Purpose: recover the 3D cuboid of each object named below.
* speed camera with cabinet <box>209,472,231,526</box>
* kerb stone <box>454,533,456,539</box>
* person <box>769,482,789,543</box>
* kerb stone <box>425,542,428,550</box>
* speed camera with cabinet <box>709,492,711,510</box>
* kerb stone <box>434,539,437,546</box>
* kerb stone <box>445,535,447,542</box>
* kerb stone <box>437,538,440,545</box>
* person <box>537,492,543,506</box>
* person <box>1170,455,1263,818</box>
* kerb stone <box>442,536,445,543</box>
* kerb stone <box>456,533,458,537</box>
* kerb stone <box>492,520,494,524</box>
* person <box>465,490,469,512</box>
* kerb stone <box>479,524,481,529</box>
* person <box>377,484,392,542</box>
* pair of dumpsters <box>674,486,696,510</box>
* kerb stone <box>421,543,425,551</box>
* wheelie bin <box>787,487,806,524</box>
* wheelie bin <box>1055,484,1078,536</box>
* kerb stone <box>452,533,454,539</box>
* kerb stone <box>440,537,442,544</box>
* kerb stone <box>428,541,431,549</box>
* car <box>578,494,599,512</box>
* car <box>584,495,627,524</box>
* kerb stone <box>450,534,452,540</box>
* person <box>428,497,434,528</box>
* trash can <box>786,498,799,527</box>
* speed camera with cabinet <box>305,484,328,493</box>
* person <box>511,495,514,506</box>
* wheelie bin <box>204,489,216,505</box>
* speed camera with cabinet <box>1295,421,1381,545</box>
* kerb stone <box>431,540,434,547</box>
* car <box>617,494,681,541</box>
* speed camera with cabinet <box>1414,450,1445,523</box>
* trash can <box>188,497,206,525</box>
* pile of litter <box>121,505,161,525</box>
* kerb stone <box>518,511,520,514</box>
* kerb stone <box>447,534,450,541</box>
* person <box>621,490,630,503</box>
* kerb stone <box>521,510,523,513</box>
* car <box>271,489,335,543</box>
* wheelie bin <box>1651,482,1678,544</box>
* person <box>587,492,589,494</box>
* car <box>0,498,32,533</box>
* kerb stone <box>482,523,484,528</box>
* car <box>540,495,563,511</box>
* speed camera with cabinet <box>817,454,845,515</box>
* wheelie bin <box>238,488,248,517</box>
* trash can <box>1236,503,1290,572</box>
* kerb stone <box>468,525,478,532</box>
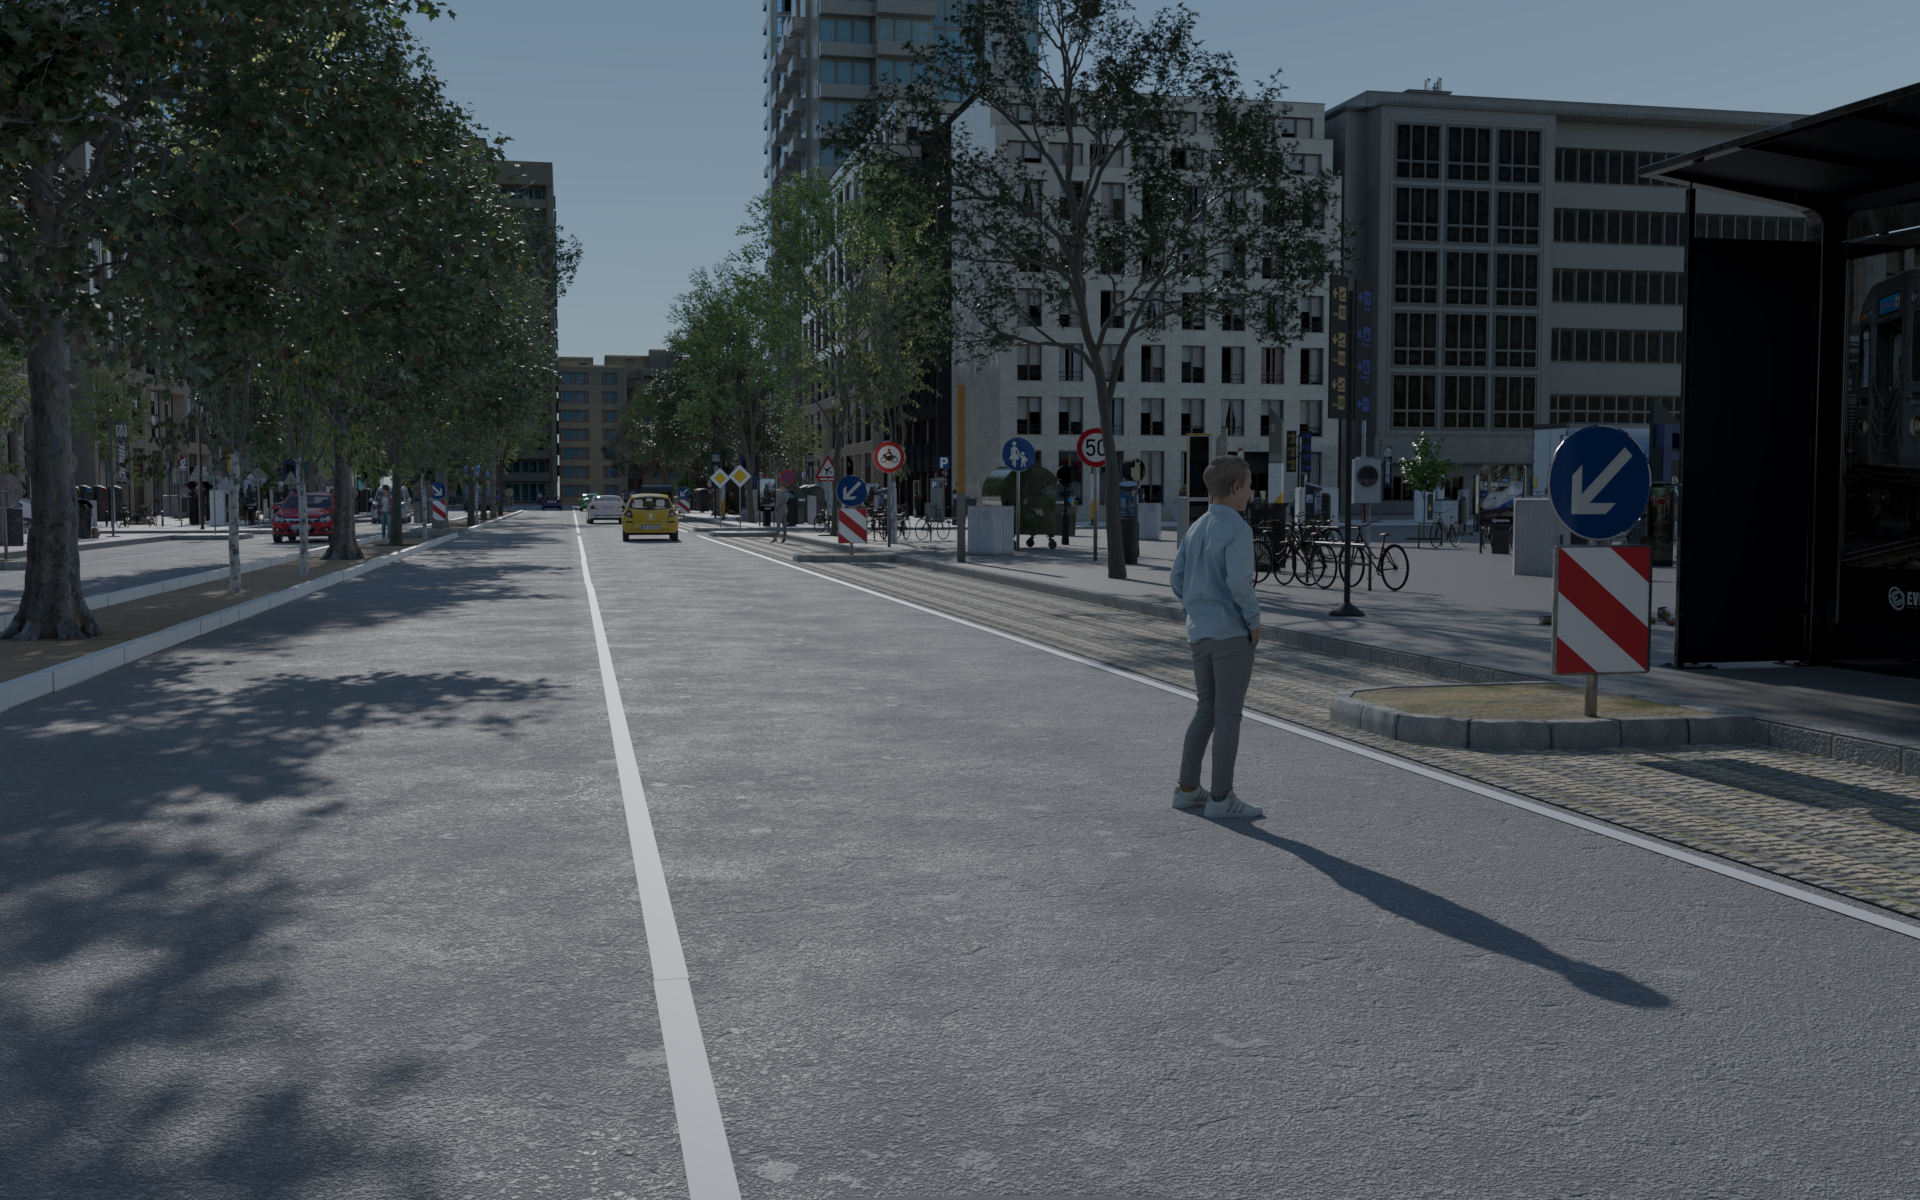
[{"bbox_3d":[-29.920,-4.644,70.272,0.660,3.252,2.038,-1,4,-11],"label":"speed camera with cabinet"},{"bbox_3d":[-16.173,-2.007,55.017,0.120,0.150,1.000,-1,4,-13],"label":"kerb stone"},{"bbox_3d":[-5.279,-2.551,50.483,0.573,1.790,0.520,0,4,-5],"label":"person"},{"bbox_3d":[-13.688,-1.327,44.010,0.120,0.150,1.000,-1,4,-13],"label":"kerb stone"},{"bbox_3d":[-18.927,-8.656,135.867,2.038,3.252,0.660,0,4,-3],"label":"speed camera with cabinet"},{"bbox_3d":[-14.374,-1.518,47.019,0.120,0.150,1.000,-1,4,-13],"label":"kerb stone"},{"bbox_3d":[-15.279,-1.761,51.025,0.120,0.150,1.000,-1,4,-13],"label":"kerb stone"},{"bbox_3d":[-14.595,-1.578,48.020,0.120,0.150,1.000,-1,4,-13],"label":"kerb stone"},{"bbox_3d":[-51.469,-12.388,211.984,0.756,1.711,0.436,2,4,32],"label":"person"},{"bbox_3d":[1.172,0.159,7.711,0.330,1.601,0.589,-1,4,-16],"label":"person"},{"bbox_3d":[-15.052,-1.697,50.023,0.120,0.150,1.000,-1,4,-13],"label":"kerb stone"},{"bbox_3d":[-16.390,-2.069,56.016,0.120,0.150,1.000,-1,4,-13],"label":"kerb stone"},{"bbox_3d":[-22.140,-3.630,81.548,0.120,0.150,1.000,-1,4,-13],"label":"kerb stone"},{"bbox_3d":[-38.683,-7.797,136.160,0.592,1.802,0.473,-2,4,-35],"label":"person"},{"bbox_3d":[-19.429,-2.895,69.531,0.120,0.150,1.000,-1,4,-13],"label":"kerb stone"},{"bbox_3d":[-17.219,-2.611,52.030,0.563,1.720,0.643,0,4,-2],"label":"person"},{"bbox_3d":[-21.744,-8.234,137.114,1.574,2.255,4.437,-1,4,-13],"label":"pair of dumpsters"},{"bbox_3d":[-13.466,-1.269,43.013,0.120,0.150,1.000,-1,4,-13],"label":"kerb stone"},{"bbox_3d":[-7.143,-4.107,75.056,0.693,1.594,0.980,2,4,28],"label":"wheelie bin"},{"bbox_3d":[3.221,-2.803,53.744,0.980,1.594,0.693,3,5,40],"label":"wheelie bin"},{"bbox_3d":[-15.948,-1.942,54.017,0.120,0.150,1.000,-1,4,-13],"label":"kerb stone"},{"bbox_3d":[-14.825,-1.641,49.026,0.120,0.150,1.000,-1,4,-13],"label":"kerb stone"},{"bbox_3d":[-13.919,-1.396,45.014,0.120,0.150,1.000,-1,4,-13],"label":"kerb stone"},{"bbox_3d":[-30.662,-8.252,143.718,1.959,1.807,4.718,-1,4,-14],"label":"car"},{"bbox_3d":[-17.314,-4.428,84.760,2.083,1.381,4.827,-1,4,-14],"label":"car"},{"bbox_3d":[-15.720,-1.885,53.021,0.120,0.150,1.000,-1,4,-13],"label":"kerb stone"},{"bbox_3d":[-20.876,-3.607,68.479,0.512,1.701,0.522,2,4,28],"label":"person"},{"bbox_3d":[-6.729,-3.485,68.639,0.748,1.137,0.748,0,3,0],"label":"trash can"},{"bbox_3d":[-40.690,-6.984,108.521,2.038,3.252,0.660,0,4,-3],"label":"speed camera with cabinet"},{"bbox_3d":[-54.478,-12.342,210.157,0.709,1.838,0.599,1,4,11],"label":"person"},{"bbox_3d":[-43.196,-5.626,99.899,0.980,1.594,0.693,-2,4,-32],"label":"wheelie bin"},{"bbox_3d":[9.519,-3.015,43.636,2.038,3.252,0.660,0,4,-1],"label":"speed camera with cabinet"},{"bbox_3d":[-14.150,-1.457,46.022,0.120,0.150,1.000,-1,4,-13],"label":"kerb stone"},{"bbox_3d":[-9.684,-2.678,54.006,2.015,1.641,3.980,-1,4,-11],"label":"car"},{"bbox_3d":[20.993,-5.080,77.393,0.660,3.252,2.038,3,4,38],"label":"speed camera with cabinet"},{"bbox_3d":[-32.058,-3.738,72.764,0.748,1.137,0.748,0,3,0],"label":"trash can"},{"bbox_3d":[-34.246,-3.568,72.299,1.719,0.858,1.176,2,4,24],"label":"pile of litter"},{"bbox_3d":[-30.901,-6.015,120.541,0.120,0.150,1.000,-1,4,-13],"label":"kerb stone"},{"bbox_3d":[-15.494,-1.824,52.024,0.120,0.150,1.000,-1,4,-13],"label":"kerb stone"},{"bbox_3d":[-31.794,-9.540,164.463,0.705,1.826,1.348,3,4,36],"label":"person"},{"bbox_3d":[-32.479,-6.444,127.561,0.120,0.150,1.000,-1,4,-13],"label":"kerb stone"},{"bbox_3d":[-19.681,-2.660,52.535,2.155,1.783,4.494,-1,4,-13],"label":"car"},{"bbox_3d":[17.812,-2.207,43.996,0.980,1.594,0.693,-1,4,-21],"label":"wheelie bin"},{"bbox_3d":[-44.131,-11.979,205.069,1.217,1.735,0.721,2,4,28],"label":"person"},{"bbox_3d":[-32.280,-2.769,57.631,4.827,1.381,2.083,-1,4,-12],"label":"car"},{"bbox_3d":[-19.872,-3.017,71.531,0.120,0.150,1.000,-1,4,-13],"label":"kerb stone"},{"bbox_3d":[-35.315,-8.395,149.832,1.945,1.354,3.894,-1,4,-14],"label":"car"},{"bbox_3d":[-6.354,-5.552,85.117,0.660,3.252,2.038,-2,4,-31],"label":"speed camera with cabinet"},{"bbox_3d":[-40.643,-5.537,98.438,0.693,1.594,0.980,-1,4,-21],"label":"wheelie bin"},{"bbox_3d":[5.103,-1.047,28.765,0.748,1.137,0.748,0,3,0],"label":"trash can"},{"bbox_3d":[-18.984,-2.770,67.536,0.120,0.150,1.000,-1,4,-13],"label":"kerb stone"}]
